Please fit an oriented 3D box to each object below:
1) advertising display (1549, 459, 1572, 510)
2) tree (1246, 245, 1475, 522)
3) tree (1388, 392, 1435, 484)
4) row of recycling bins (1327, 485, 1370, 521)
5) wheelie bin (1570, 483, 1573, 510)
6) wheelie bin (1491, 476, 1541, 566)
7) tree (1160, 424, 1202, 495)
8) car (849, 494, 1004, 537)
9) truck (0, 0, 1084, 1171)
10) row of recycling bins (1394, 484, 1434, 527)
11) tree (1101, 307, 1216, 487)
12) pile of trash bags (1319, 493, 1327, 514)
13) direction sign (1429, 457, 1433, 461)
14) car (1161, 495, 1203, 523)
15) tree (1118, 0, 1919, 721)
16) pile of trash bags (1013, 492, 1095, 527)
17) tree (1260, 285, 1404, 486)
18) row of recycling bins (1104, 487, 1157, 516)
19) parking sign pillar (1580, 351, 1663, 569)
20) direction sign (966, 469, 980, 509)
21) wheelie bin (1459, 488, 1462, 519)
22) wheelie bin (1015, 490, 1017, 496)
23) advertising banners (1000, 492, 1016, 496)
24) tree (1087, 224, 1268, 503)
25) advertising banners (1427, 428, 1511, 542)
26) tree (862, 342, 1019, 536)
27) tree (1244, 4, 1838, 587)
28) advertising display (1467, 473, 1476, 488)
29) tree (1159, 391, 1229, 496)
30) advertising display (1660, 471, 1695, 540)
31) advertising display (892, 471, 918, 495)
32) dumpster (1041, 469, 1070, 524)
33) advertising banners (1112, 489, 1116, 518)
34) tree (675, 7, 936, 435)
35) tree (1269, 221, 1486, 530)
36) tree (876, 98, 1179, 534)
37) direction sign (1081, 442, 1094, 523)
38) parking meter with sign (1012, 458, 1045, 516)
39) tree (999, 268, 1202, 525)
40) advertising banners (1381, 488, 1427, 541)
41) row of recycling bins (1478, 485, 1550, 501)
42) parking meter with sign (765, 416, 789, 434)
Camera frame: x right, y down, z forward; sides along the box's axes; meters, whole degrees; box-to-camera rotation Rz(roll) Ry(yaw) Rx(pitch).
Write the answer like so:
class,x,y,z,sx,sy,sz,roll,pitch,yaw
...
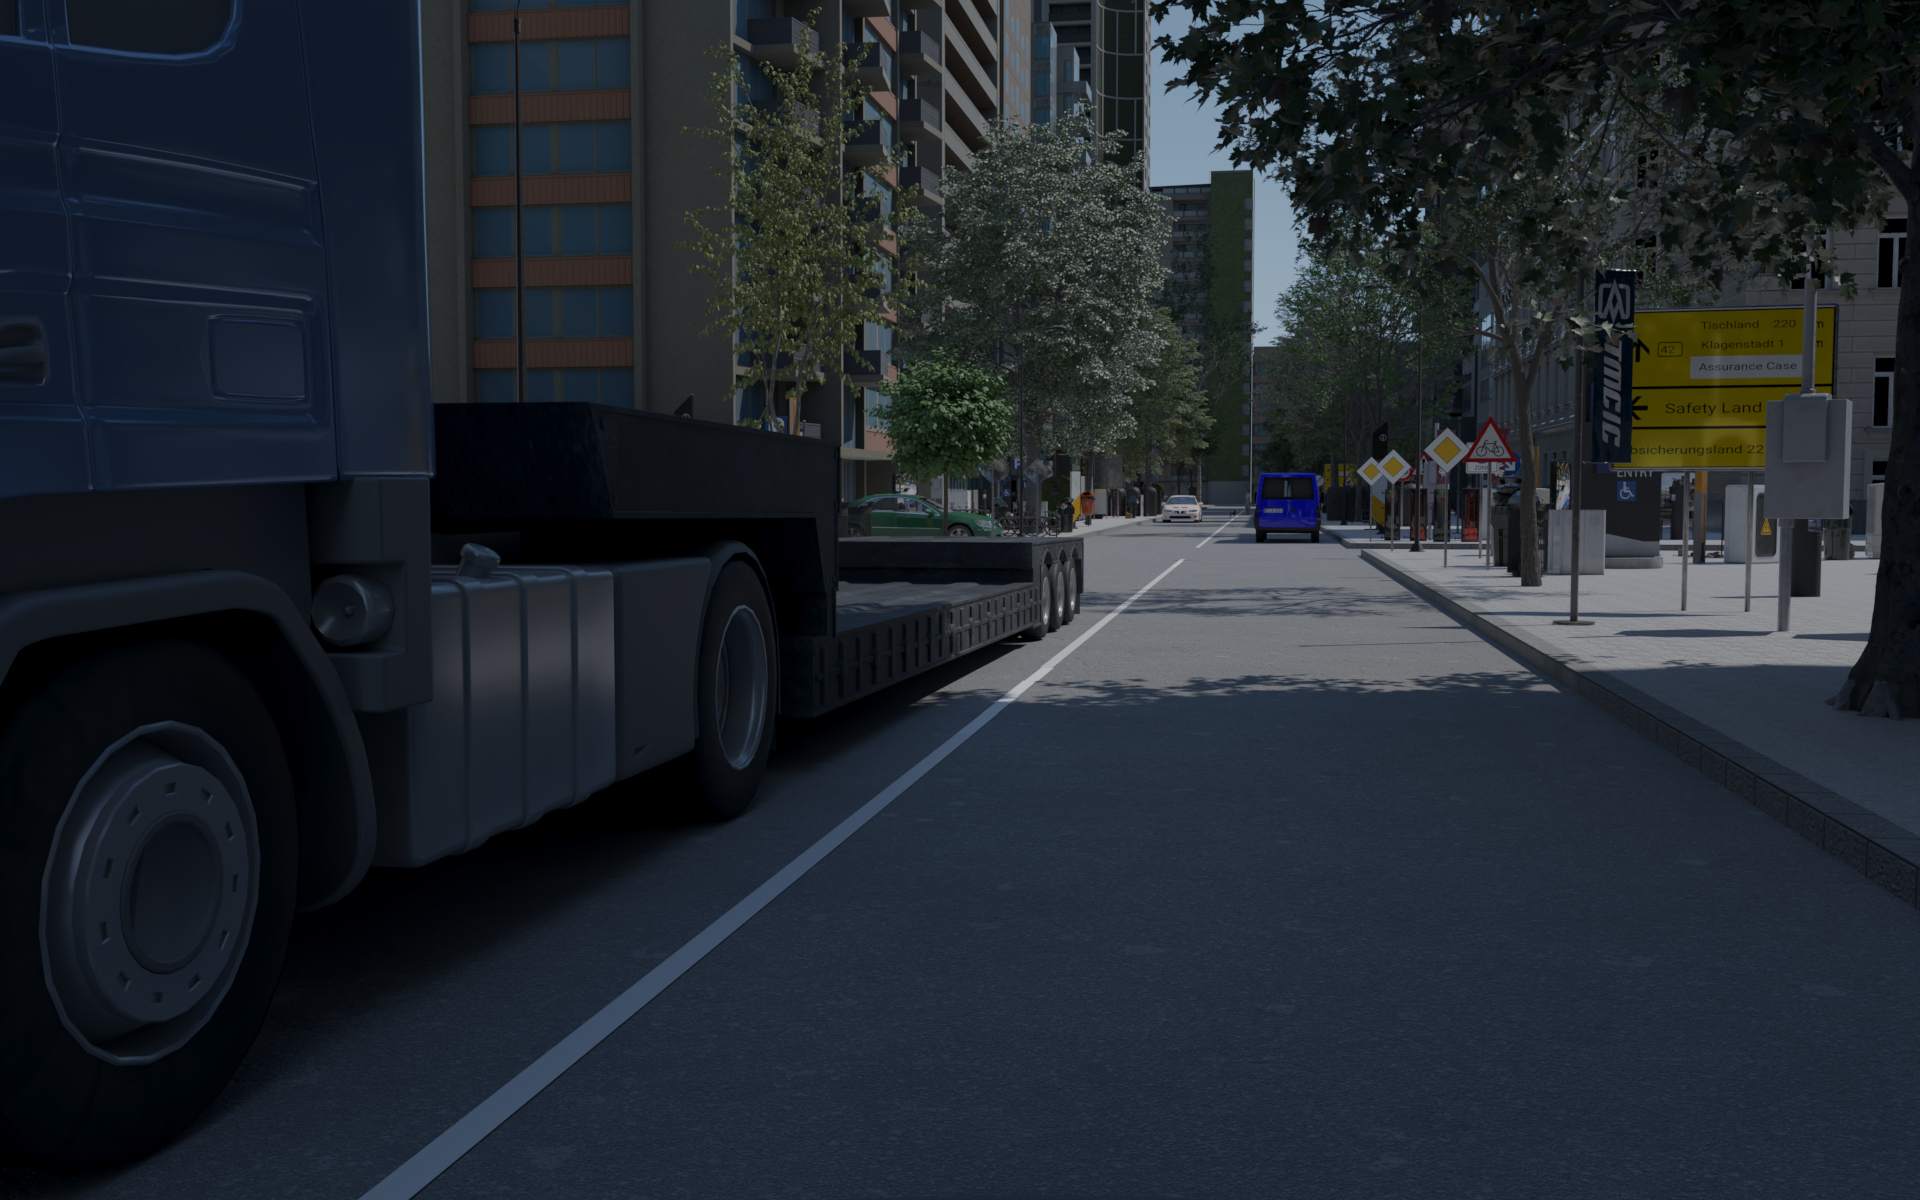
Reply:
class,x,y,z,sx,sy,sz,roll,pitch,yaw
advertising display,11.233,-1.664,32.424,0.123,1.923,0.974,2,4,35
tree,18.477,-10.345,79.509,12.009,13.543,11.850,0,3,0
tree,29.761,-10.012,114.061,4.737,8.622,4.395,0,3,0
row of recycling bins,19.028,-4.714,84.188,1.069,1.692,3.534,3,5,43
wheelie bin,17.406,-2.487,48.572,0.980,1.594,0.693,1,4,14
wheelie bin,9.832,-1.393,30.684,0.693,1.594,0.980,-2,4,-34
tree,20.109,-12.467,154.196,4.360,8.622,3.978,0,3,0
car,-1.300,-2.053,45.370,4.920,1.459,2.131,1,4,10
truck,-1.547,-1.286,10.781,2.967,4.110,18.799,1,4,11
row of recycling bins,18.448,-3.816,69.503,1.069,1.692,3.534,2,4,31
tree,11.570,-11.405,104.599,7.486,12.596,7.792,0,3,0
pile of trash bags,23.885,-6.414,114.616,1.912,1.369,3.447,1,4,15
direction sign,25.815,-6.304,95.070,0.379,3.537,0.876,0,4,3
car,11.257,-4.601,87.580,2.083,1.381,4.827,1,4,10
tree,5.610,-5.668,9.677,9.611,12.733,9.660,0,3,0
pile of trash bags,3.661,-3.598,68.586,3.447,1.369,1.912,1,4,15
tree,19.338,-10.598,91.404,7.486,12.596,7.792,0,3,0
row of recycling bins,9.632,-5.668,99.789,3.534,1.692,1.069,1,4,18
parking sign pillar,11.532,-2.552,30.205,1.447,3.967,1.447,0,4,-7
direction sign,0.629,-5.699,85.177,0.876,3.537,0.379,-3,4,-39
wheelie bin,26.217,-4.998,89.629,0.980,1.594,0.693,3,5,41
wheelie bin,4.189,-6.860,120.072,0.980,1.594,0.693,2,4,27
advertising banners,3.052,-7.663,121.471,2.074,3.025,0.090,0,4,-5
tree,14.843,-16.229,121.230,12.611,20.169,13.585,0,3,0
advertising banners,13.607,-3.059,46.195,2.074,3.025,0.090,0,4,3
tree,-0.408,-3.291,37.520,4.285,4.588,4.351,0,3,0
tree,8.037,-5.486,24.114,8.767,10.594,7.601,1,4,11
advertising display,15.274,-2.849,51.795,0.123,1.923,0.974,1,4,8
tree,21.548,-14.444,161.912,9.928,11.665,9.643,0,3,0
advertising display,20.303,-2.677,48.977,0.974,1.923,0.123,2,4,29
advertising display,-1.535,-2.635,48.290,0.123,1.923,0.974,3,4,38
dumpster,3.731,-3.877,65.877,1.502,2.255,1.985,1,4,10
advertising banners,8.518,-6.063,95.320,0.090,3.025,2.074,1,4,10
tree,-2.602,-4.704,27.271,4.737,8.622,4.395,0,3,0
tree,14.916,-8.305,61.546,9.928,11.665,9.643,0,3,0
tree,2.272,-9.139,56.080,9.857,13.997,8.962,0,3,0
direction sign,5.560,-5.111,75.567,0.379,3.537,0.876,-2,4,-35
parking meter with sign,3.513,-5.653,88.693,1.738,3.016,0.543,-3,4,-37
tree,5.207,-8.345,70.859,8.767,10.594,7.601,1,4,11
advertising banners,12.483,-3.119,47.188,2.074,3.025,0.090,3,4,38
row of recycling bins,24.505,-4.227,76.220,3.534,1.692,1.069,0,4,3
parking meter with sign,-4.423,-2.561,38.132,0.543,3.016,1.738,1,4,23
